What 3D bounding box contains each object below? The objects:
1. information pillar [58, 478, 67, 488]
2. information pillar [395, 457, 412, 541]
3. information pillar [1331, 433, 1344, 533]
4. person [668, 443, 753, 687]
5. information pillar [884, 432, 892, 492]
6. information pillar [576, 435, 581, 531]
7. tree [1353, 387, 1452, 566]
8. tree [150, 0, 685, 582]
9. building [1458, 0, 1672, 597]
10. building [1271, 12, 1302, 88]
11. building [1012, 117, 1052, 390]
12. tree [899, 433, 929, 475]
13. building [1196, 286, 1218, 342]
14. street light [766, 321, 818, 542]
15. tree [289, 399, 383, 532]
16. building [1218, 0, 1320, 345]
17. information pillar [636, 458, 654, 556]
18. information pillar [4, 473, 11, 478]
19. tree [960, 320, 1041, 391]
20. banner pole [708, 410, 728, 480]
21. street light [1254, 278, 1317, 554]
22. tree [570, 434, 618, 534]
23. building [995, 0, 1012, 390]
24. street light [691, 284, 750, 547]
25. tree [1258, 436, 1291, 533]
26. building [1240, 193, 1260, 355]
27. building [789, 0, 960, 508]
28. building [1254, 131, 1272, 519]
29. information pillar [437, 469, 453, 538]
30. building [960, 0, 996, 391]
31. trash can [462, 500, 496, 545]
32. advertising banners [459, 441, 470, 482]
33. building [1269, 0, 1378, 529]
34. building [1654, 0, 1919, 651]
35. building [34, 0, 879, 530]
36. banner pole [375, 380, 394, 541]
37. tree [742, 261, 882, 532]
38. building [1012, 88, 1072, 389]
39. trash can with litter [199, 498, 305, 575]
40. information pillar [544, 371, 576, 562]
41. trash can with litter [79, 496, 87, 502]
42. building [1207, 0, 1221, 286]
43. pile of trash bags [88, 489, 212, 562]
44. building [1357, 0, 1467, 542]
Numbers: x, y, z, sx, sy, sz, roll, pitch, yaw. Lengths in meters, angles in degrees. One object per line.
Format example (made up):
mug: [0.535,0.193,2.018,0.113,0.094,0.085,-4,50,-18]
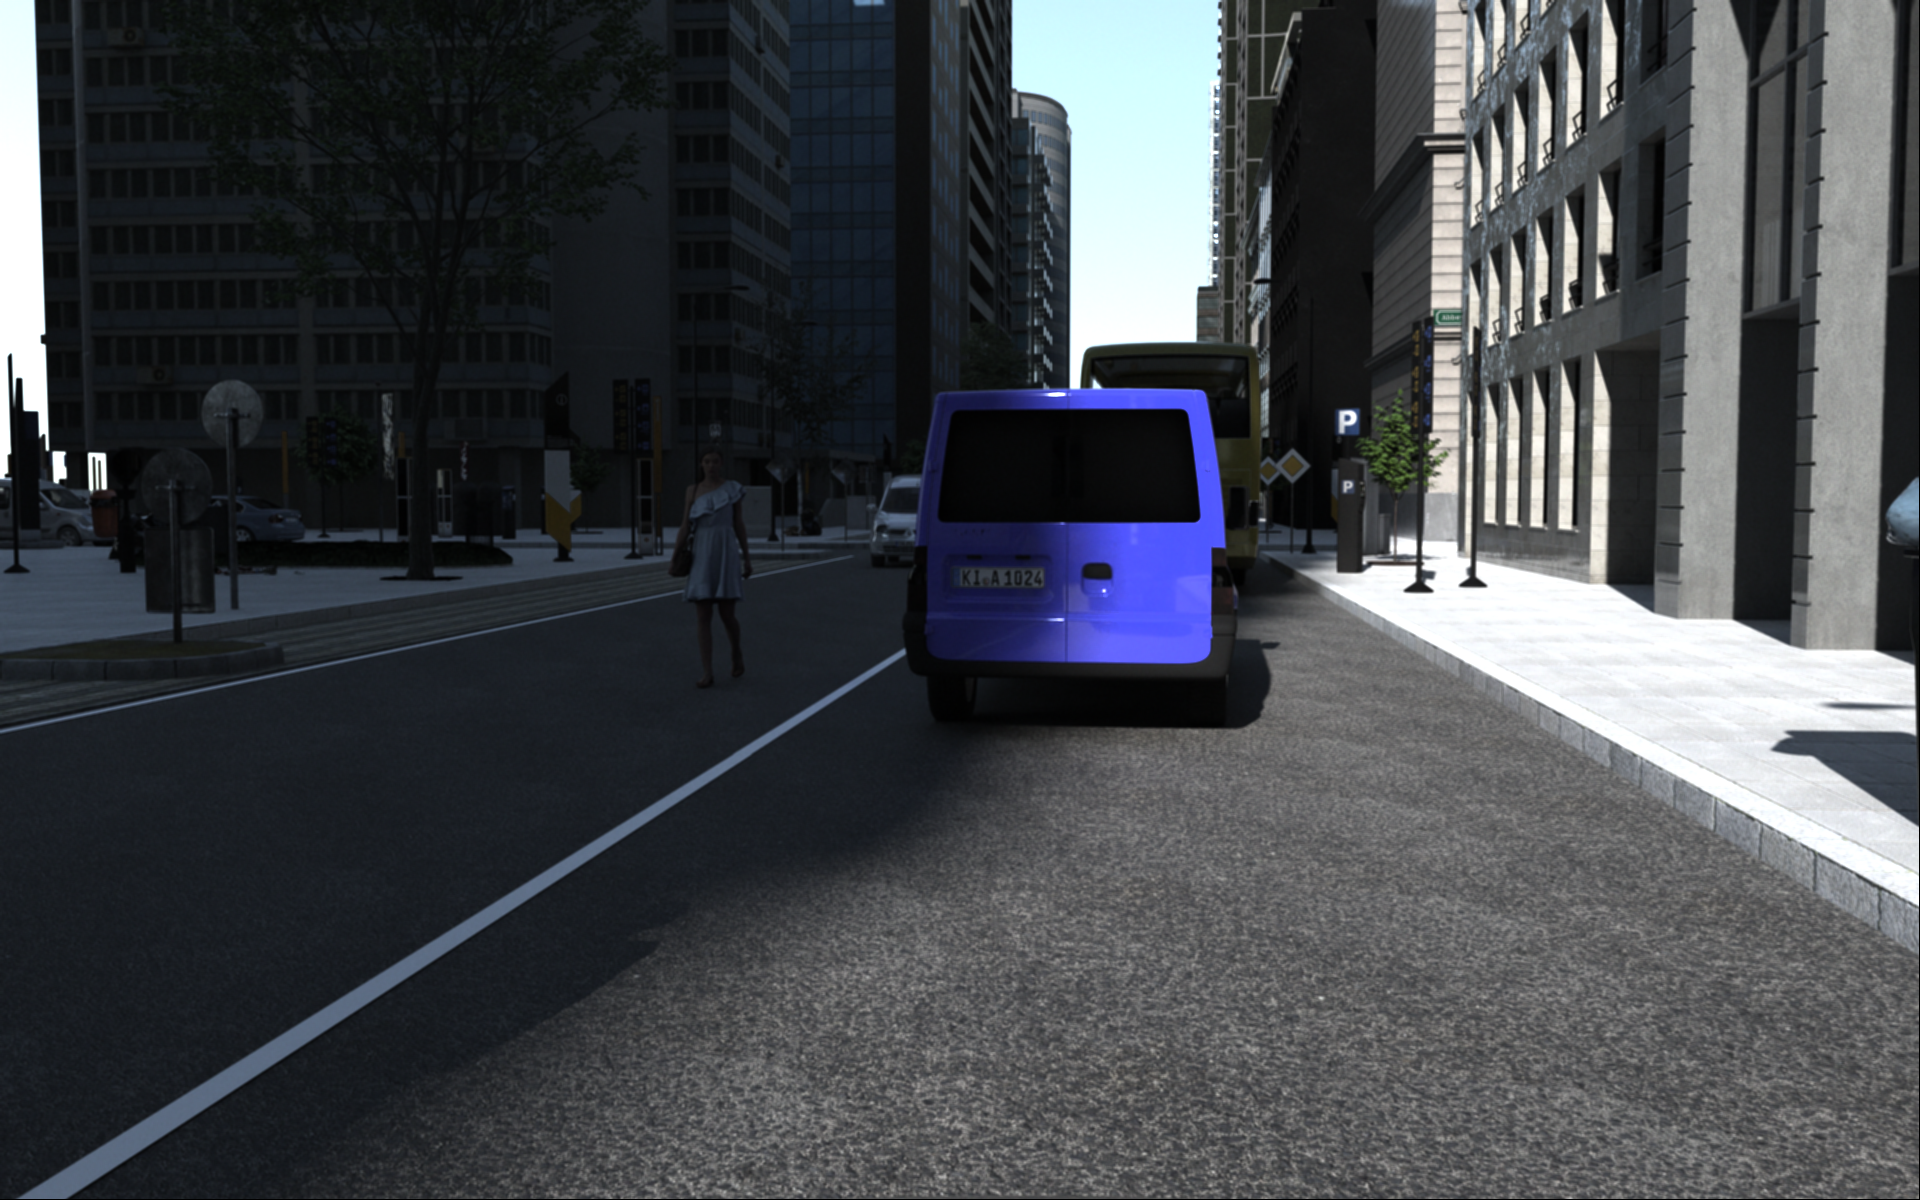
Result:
information pillar: [-42.202,-4.713,81.542,0.304,2.012,0.304,0,4,-8]
information pillar: [-10.919,-1.819,34.230,0.304,2.012,0.304,1,4,20]
information pillar: [12.493,-4.031,57.268,0.183,3.616,0.504,-2,4,-31]
person: [-1.883,-0.276,13.104,0.616,1.811,0.778,1,4,10]
information pillar: [-2.740,-4.527,65.367,0.183,3.616,0.504,-2,4,-31]
information pillar: [-13.361,-4.191,59.872,0.504,3.616,0.183,-2,4,-27]
tree: [8.043,-2.249,31.373,1.663,3.219,1.824,0,3,0]
tree: [-7.887,-6.105,25.566,9.928,11.665,9.643,0,3,0]
building: [14.400,-10.466,25.865,10.420,20.320,16.860,0,4,6]
building: [37.331,-27.082,134.674,32.217,40.220,23.993,0,4,6]
building: [0.248,-36.902,222.950,23.786,49.044,30.456,0,4,6]
tree: [-1.515,-6.422,88.705,4.285,4.588,4.351,0,3,0]
building: [39.673,-28.625,239.716,14.160,30.474,14.107,0,4,6]
street light: [-4.509,-4.528,46.566,1.470,5.913,1.316,0,4,6]
tree: [-21.282,-4.618,59.210,4.285,4.588,4.351,0,3,0]
building: [41.370,-47.828,220.245,20.563,71.187,20.611,0,4,6]
information pillar: [-6.525,-1.921,35.907,0.304,2.012,0.304,-1,4,-17]
information pillar: [-33.624,-3.481,61.414,0.304,2.012,0.304,1,4,10]
tree: [1.836,-11.945,113.425,7.486,12.596,7.792,0,3,0]
banner pole: [-7.169,-3.776,51.756,0.863,3.779,0.401,-3,5,-41]
street light: [7.013,-3.965,37.361,1.470,5.913,1.316,0,4,6]
tree: [-12.225,-3.775,56.323,1.663,3.219,1.824,0,3,0]
building: [-3.129,-44.984,173.732,20.563,71.187,20.611,0,4,6]
street light: [-5.356,-4.039,38.577,1.470,5.913,1.316,0,4,6]
tree: [10.094,-3.842,57.425,1.663,3.219,1.824,0,3,0]
building: [23.656,-16.576,107.173,11.583,22.565,21.152,0,4,6]
building: [-7.639,-27.459,99.073,14.600,45.320,14.200,0,4,6]
building: [20.274,-14.586,87.636,9.793,20.994,18.267,0,4,6]
information pillar: [-15.127,-2.835,50.851,0.304,2.012,0.304,3,5,40]
building: [-8.843,-31.149,132.980,21.300,48.544,21.600,0,4,6]
trash can: [-10.815,-1.670,38.962,0.748,1.137,0.748,0,3,0]
advertising banners: [-16.863,-3.736,57.272,2.074,3.025,0.090,3,4,36]
building: [19.184,-14.656,69.301,12.332,23.373,15.834,0,4,6]
building: [11.165,-13.760,2.477,11.434,29.767,29.804,0,4,6]
building: [-20.406,-23.286,72.611,32.217,40.220,23.993,0,4,6]
banner pole: [-12.645,-2.940,38.087,0.863,3.779,0.401,3,5,44]
tree: [-4.927,-6.418,55.301,4.360,8.622,3.978,0,3,0]
building: [4.969,-43.468,252.697,21.231,58.520,28.212,0,4,6]
trash can with litter: [-11.638,-1.018,27.706,2.233,1.210,1.678,1,4,12]
information pillar: [-7.618,-2.536,32.825,0.504,3.616,0.183,-2,4,-35]
trash can with litter: [-26.972,-2.583,53.297,2.233,1.210,1.678,3,4,38]
building: [46.276,-57.936,259.921,22.319,86.520,31.000,0,4,6]
pile of trash bags: [-15.947,-1.497,34.223,1.912,1.369,3.447,1,4,9]
building: [24.251,-16.108,50.755,23.554,28.519,14.401,0,4,6]
